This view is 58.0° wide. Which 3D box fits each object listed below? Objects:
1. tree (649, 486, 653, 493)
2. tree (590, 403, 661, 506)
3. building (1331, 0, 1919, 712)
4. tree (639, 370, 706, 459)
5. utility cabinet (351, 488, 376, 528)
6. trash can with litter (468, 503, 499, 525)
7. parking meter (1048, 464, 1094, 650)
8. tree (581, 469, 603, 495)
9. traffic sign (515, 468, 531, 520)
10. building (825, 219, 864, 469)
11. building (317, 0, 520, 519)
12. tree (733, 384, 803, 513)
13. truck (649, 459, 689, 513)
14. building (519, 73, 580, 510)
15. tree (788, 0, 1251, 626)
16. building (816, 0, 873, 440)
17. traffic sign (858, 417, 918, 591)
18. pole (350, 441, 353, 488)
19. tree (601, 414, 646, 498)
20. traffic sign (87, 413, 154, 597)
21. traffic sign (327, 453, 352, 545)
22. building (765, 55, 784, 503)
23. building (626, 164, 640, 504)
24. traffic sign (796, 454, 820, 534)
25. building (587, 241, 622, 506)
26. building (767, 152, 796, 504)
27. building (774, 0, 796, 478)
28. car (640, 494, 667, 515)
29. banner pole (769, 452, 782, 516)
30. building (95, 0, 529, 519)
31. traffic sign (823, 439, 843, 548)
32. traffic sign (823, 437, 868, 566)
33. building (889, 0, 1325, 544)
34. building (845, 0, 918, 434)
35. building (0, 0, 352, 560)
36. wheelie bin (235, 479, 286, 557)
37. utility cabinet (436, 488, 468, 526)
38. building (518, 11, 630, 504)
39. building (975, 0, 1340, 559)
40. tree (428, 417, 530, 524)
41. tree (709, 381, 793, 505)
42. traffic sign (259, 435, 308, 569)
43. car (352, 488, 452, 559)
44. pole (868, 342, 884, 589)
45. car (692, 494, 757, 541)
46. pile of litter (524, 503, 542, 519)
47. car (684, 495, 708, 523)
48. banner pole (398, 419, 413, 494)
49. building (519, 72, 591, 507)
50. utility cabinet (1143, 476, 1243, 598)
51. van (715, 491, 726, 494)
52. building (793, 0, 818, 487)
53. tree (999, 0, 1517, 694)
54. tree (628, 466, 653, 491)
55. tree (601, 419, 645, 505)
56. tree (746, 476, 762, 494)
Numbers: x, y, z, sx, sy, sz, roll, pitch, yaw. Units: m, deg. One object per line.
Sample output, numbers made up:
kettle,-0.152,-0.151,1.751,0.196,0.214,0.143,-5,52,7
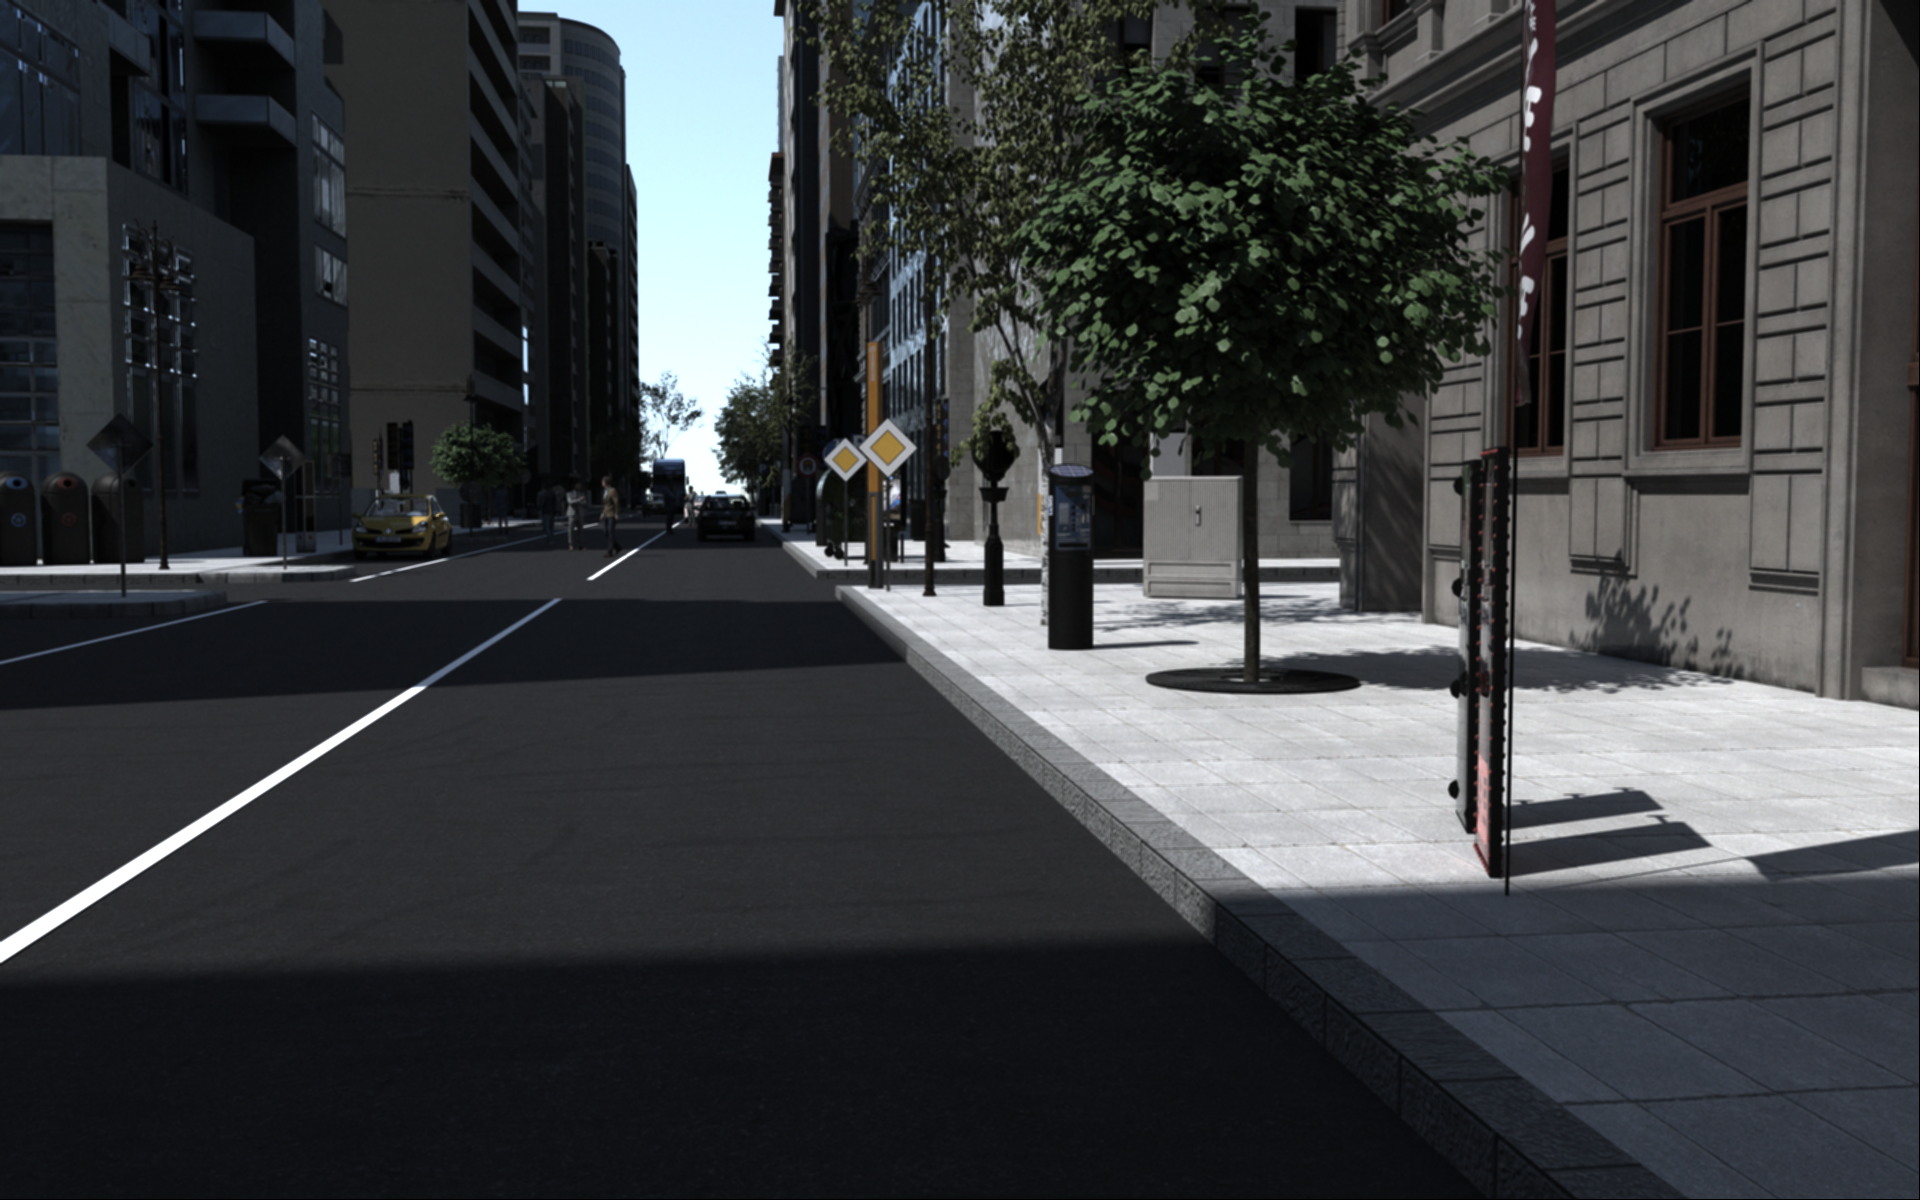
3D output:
tree,-42.582,-15.110,241.642,1.663,3.219,1.824,0,3,0
tree,-34.675,-14.939,178.669,8.767,10.594,7.601,1,4,17
building,10.534,-10.636,10.056,11.583,22.565,21.152,0,4,-8
tree,-44.003,-24.834,261.924,12.611,20.169,13.585,0,3,0
utility cabinet,-22.444,-3.452,65.123,1.173,1.500,0.318,2,4,30
trash can with litter,-19.892,-3.642,70.600,2.233,1.210,1.678,-1,4,-12
parking meter,0.919,-0.363,14.344,0.372,1.533,0.369,0,3,0
tree,-28.718,-8.672,136.387,1.663,3.219,1.824,0,3,0
traffic sign,-21.479,-5.201,85.148,0.768,2.556,0.104,0,4,-2
building,0.750,-14.131,98.498,16.820,18.784,16.811,0,4,-8
building,-34.547,-28.398,88.011,21.300,48.544,21.600,0,4,-8
tree,-12.622,-10.059,114.824,4.360,8.622,3.978,0,3,0
truck,-22.898,-9.023,137.285,2.967,4.110,18.799,-1,4,-8
building,-48.594,-27.625,143.543,32.217,40.220,23.993,0,4,-8
tree,0.623,-4.059,16.722,4.737,8.622,4.395,0,3,0
building,-2.246,-28.478,115.729,14.600,45.320,14.200,0,4,-8
traffic sign,-0.948,-1.170,22.766,0.795,2.450,0.064,0,4,-8
pole,-23.238,-4.414,66.019,0.158,3.312,0.155,0,3,0
tree,-31.506,-12.867,160.729,4.737,8.622,4.395,0,3,0
traffic sign,-10.409,-1.093,21.506,0.795,2.450,0.064,0,4,-8
traffic sign,-15.498,-2.518,43.304,0.606,2.300,0.079,0,4,-3
building,-17.114,-57.214,248.116,22.319,86.520,31.000,0,4,-8
building,-55.865,-37.692,239.971,21.300,48.544,21.600,0,4,-8
traffic sign,-4.817,-3.352,54.903,0.768,2.556,0.104,0,4,-2
building,-45.730,-25.883,194.895,14.160,30.474,14.107,0,4,-8
building,-13.085,-34.566,219.784,22.147,44.769,28.867,0,4,-8
building,-2.831,-35.238,165.376,28.713,52.752,27.495,0,4,-8
car,-21.386,-6.795,121.327,2.015,1.641,3.980,-1,4,-9
banner pole,-10.800,-6.820,101.519,0.863,3.779,0.401,-1,4,-12
building,-40.360,-49.077,115.088,22.319,86.520,31.000,0,4,-8
traffic sign,-2.763,-2.433,39.890,0.768,2.556,0.104,0,4,-7
traffic sign,-2.024,-1.654,30.679,0.795,2.450,0.064,0,4,-8
building,3.714,-12.292,55.718,10.420,20.320,16.860,0,4,-8
building,1.231,-15.007,74.238,11.050,23.489,19.941,0,4,-8
building,-29.442,-44.774,44.726,22.319,86.520,31.000,0,4,-8
wheelie bin,-14.409,-1.703,35.758,0.980,1.594,0.693,-2,4,-31
utility cabinet,-19.948,-3.631,68.050,1.173,1.500,0.318,0,3,0
building,-52.588,-41.130,214.468,21.231,58.520,28.212,0,4,-8
building,9.398,-11.289,39.328,16.860,20.320,10.420,0,4,-8
tree,-21.073,-5.745,77.651,4.285,4.588,4.351,0,3,0
tree,-23.365,-17.674,195.619,9.857,13.997,8.962,0,3,0
traffic sign,-11.484,-1.577,29.418,0.795,2.450,0.064,0,4,-8
car,-12.630,-1.778,39.298,2.015,1.641,3.980,-1,4,-8
pole,-1.142,-1.809,23.425,0.158,3.312,0.155,0,3,0
car,-7.331,-2.709,54.072,2.009,1.686,4.222,-1,4,-10
pile of litter,-21.852,-4.595,89.100,1.176,0.858,1.719,0,4,-6
car,-12.865,-4.571,87.092,2.083,1.381,4.827,0,4,-6
banner pole,-18.627,-4.177,58.303,0.863,3.779,0.401,2,4,35
building,-42.763,-29.360,163.624,14.154,41.232,14.086,0,4,-8
utility cabinet,2.855,-0.769,21.258,1.173,1.500,0.318,1,4,22
van,-31.127,-13.375,225.690,2.013,2.044,4.112,0,4,-6
building,-2.547,-36.370,136.646,21.231,58.520,28.212,0,4,-8
tree,1.968,-1.714,11.735,4.285,4.588,4.351,0,3,0
tree,-36.972,-13.264,200.583,4.285,4.588,4.351,0,3,0
tree,-32.978,-13.400,169.454,4.360,8.622,3.978,0,3,0
tree,-19.310,-10.533,166.809,1.663,3.219,1.824,0,3,0
